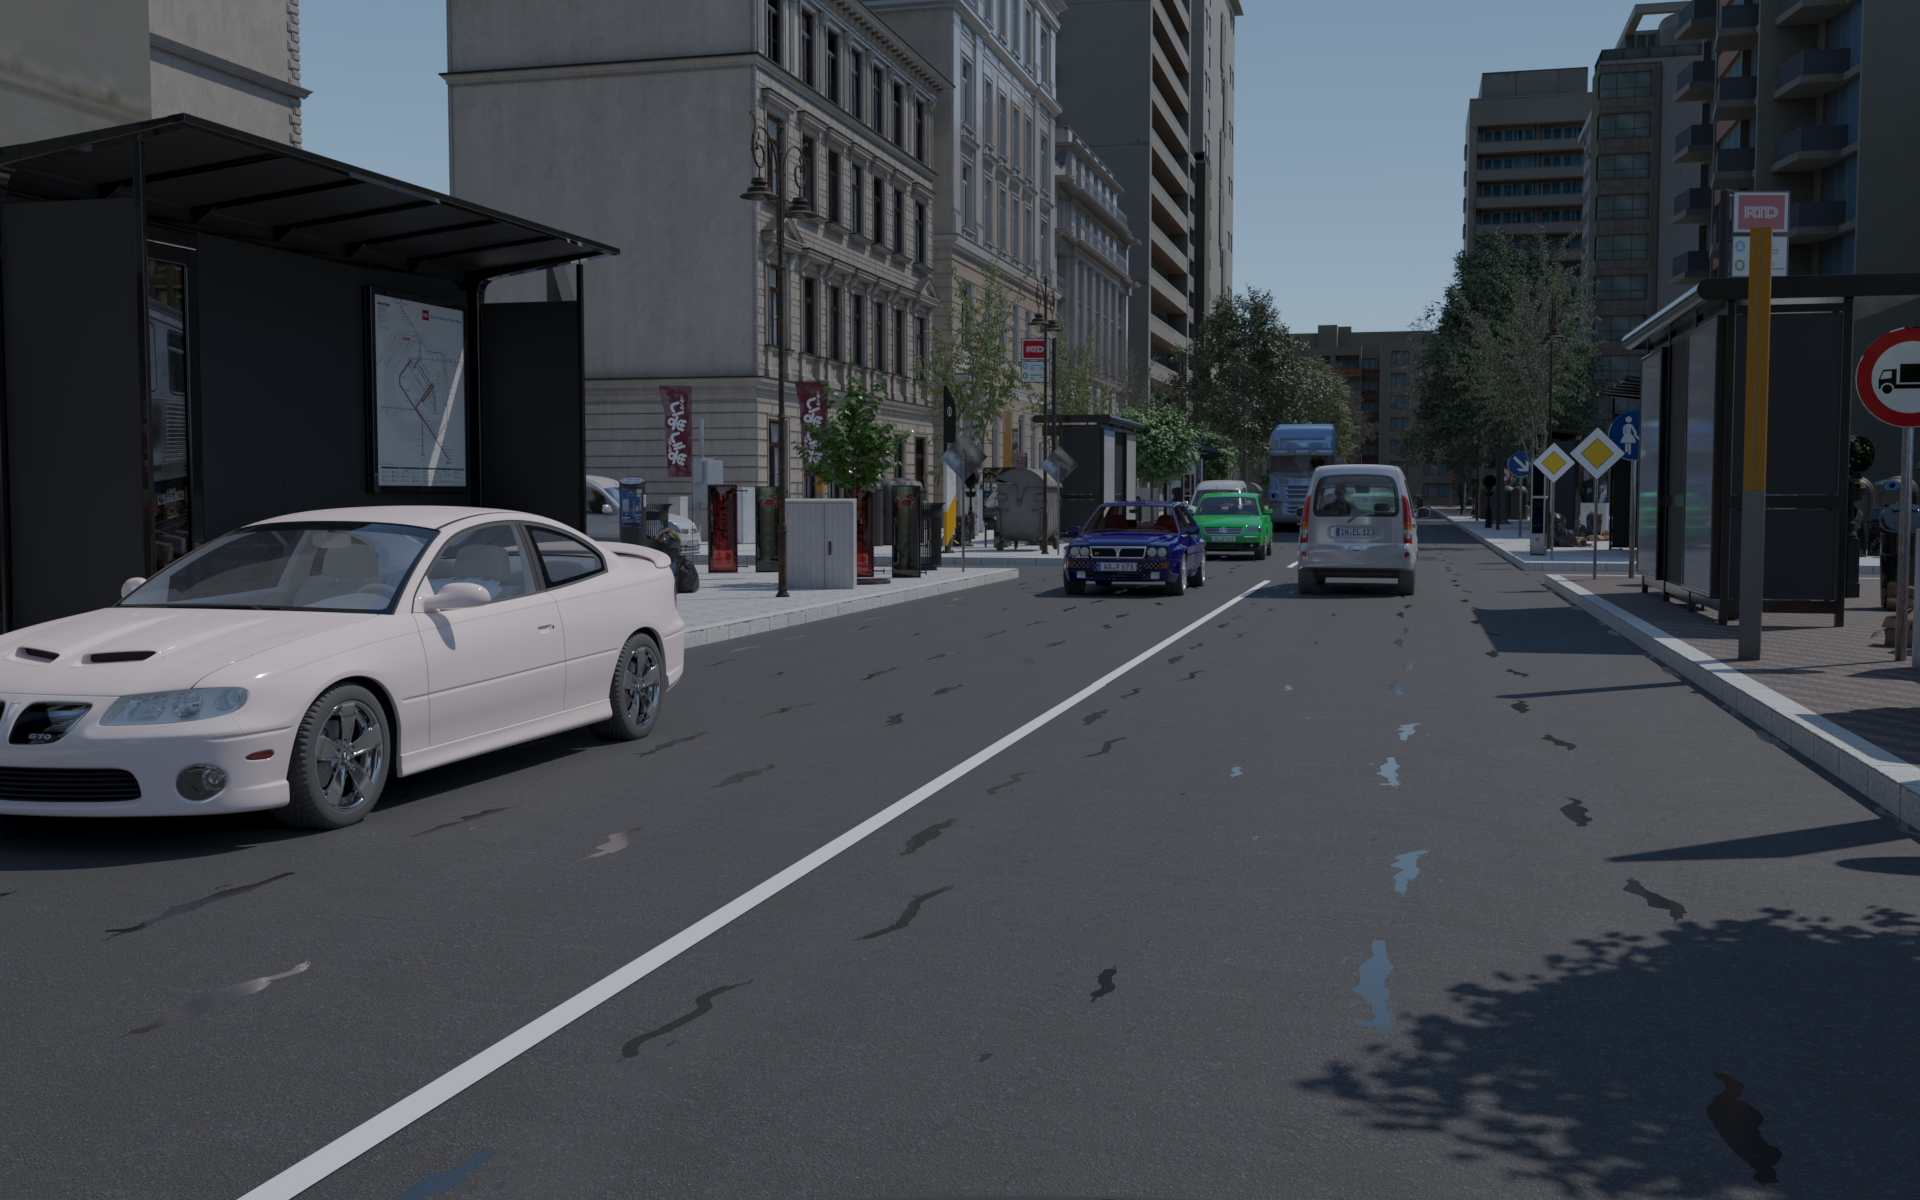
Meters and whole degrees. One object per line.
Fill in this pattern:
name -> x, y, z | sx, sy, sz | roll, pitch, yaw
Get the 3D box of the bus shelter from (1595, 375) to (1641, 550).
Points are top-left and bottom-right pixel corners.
bus shelter -> 14.761, -2.796, 37.004 | 1.731, 3.624, 6.357 | 1, 4, 15

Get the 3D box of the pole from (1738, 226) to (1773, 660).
pole -> 6.131, -1.193, 13.349 | 0.158, 3.312, 0.155 | 0, 3, 0

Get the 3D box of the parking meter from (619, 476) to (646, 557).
parking meter -> -4.608, -0.977, 24.393 | 0.372, 1.533, 0.369 | 0, 3, 0

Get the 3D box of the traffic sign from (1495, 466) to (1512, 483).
traffic sign -> 24.989, -4.868, 79.696 | 0.768, 2.556, 0.104 | 2, 4, 23

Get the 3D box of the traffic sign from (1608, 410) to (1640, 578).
traffic sign -> 10.233, -1.604, 26.324 | 0.768, 2.556, 0.104 | 1, 4, 16

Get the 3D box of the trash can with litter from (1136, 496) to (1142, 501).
trash can with litter -> 7.205, -3.793, 73.072 | 1.678, 1.210, 2.233 | 1, 4, 11

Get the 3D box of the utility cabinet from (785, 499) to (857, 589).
utility cabinet -> -1.929, -0.754, 23.492 | 1.020, 1.237, 0.306 | 0, 4, 7

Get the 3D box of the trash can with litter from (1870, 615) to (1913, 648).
trash can with litter -> 8.146, -0.180, 14.327 | 1.055, 1.170, 0.624 | 3, 5, 39

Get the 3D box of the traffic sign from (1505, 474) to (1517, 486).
traffic sign -> 31.436, -6.048, 98.985 | 0.768, 2.556, 0.104 | 2, 4, 23

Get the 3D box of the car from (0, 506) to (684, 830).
car -> -3.098, 0.201, 9.076 | 2.083, 1.381, 4.827 | 1, 4, 16

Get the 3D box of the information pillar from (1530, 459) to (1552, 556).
information pillar -> 12.107, -1.939, 36.201 | 0.304, 2.012, 0.304 | 2, 4, 28

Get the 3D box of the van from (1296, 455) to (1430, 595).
van -> 6.037, -1.167, 26.097 | 2.013, 2.044, 4.112 | 1, 4, 15

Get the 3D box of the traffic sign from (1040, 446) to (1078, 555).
traffic sign -> 2.058, -1.989, 36.167 | 0.795, 2.450, 0.064 | 1, 4, 14

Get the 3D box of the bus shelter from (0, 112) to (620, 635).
bus shelter -> -4.849, -1.386, 13.937 | 1.731, 3.624, 6.357 | 1, 4, 14

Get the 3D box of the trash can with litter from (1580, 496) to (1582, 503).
trash can with litter -> 35.742, -5.378, 98.992 | 2.233, 1.210, 1.678 | -1, 4, -10

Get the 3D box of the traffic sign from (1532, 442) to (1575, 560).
traffic sign -> 11.536, -1.838, 33.701 | 0.795, 2.450, 0.064 | 1, 4, 14

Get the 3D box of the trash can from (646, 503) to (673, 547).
trash can -> -4.706, -0.887, 26.151 | 0.748, 1.137, 0.748 | 0, 3, 0

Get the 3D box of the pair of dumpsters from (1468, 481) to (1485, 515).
pair of dumpsters -> 31.424, -6.208, 103.996 | 1.574, 2.255, 4.437 | 1, 4, 14

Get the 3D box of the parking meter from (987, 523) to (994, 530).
parking meter -> 1.133, -3.256, 61.639 | 0.372, 1.533, 0.369 | 0, 3, 0

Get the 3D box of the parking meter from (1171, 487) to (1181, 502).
parking meter -> 7.940, -3.372, 63.538 | 0.372, 1.533, 0.369 | 0, 3, 0

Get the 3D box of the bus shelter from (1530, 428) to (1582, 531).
bus shelter -> 21.726, -4.430, 63.713 | 1.731, 3.624, 6.357 | 1, 4, 14

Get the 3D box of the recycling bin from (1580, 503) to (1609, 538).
recycling bin -> 17.998, -2.237, 49.133 | 0.722, 1.027, 0.722 | 2, 4, 24

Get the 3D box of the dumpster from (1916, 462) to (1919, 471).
dumpster -> 6.210, -0.233, 9.561 | 1.264, 1.857, 1.865 | 1, 4, 14

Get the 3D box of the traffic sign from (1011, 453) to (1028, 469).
traffic sign -> 1.377, -2.483, 42.726 | 0.606, 2.300, 0.079 | 1, 4, 15

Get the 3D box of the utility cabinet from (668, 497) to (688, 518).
utility cabinet -> -6.941, -1.926, 42.650 | 0.306, 1.237, 1.020 | 0, 4, 2

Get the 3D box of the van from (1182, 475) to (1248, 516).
van -> 7.578, -2.672, 50.705 | 2.013, 2.044, 4.112 | 1, 4, 15

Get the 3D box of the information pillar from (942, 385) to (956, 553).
information pillar -> -0.230, -2.824, 37.534 | 0.183, 3.616, 0.504 | 2, 4, 24

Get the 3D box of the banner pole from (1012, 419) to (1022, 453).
banner pole -> 1.907, -4.155, 57.947 | 0.401, 3.779, 0.863 | -2, 4, -24

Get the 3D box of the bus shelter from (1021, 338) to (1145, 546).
bus shelter -> 3.287, -4.246, 47.055 | 2.179, 5.291, 8.768 | 1, 4, 15

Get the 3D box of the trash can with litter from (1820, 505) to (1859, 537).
trash can with litter -> 12.516, -0.826, 24.890 | 0.624, 1.170, 1.055 | 1, 4, 19

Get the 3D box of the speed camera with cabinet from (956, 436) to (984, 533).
speed camera with cabinet -> 0.279, -3.924, 58.492 | 0.660, 3.252, 2.038 | -1, 4, -15

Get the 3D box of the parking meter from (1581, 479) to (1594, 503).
parking meter -> 23.970, -3.700, 66.212 | 0.399, 1.863, 0.255 | -1, 4, -9

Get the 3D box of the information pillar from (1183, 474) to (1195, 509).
information pillar -> 8.242, -3.542, 62.396 | 0.304, 2.012, 0.304 | 2, 4, 34

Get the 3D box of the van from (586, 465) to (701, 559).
van -> -7.252, -1.693, 34.689 | 4.112, 2.044, 2.013 | 1, 4, 14

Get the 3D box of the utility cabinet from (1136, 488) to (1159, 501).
utility cabinet -> 6.574, -3.292, 62.500 | 1.173, 1.500, 0.318 | 1, 4, 23

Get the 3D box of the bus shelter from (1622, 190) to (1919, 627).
bus shelter -> 9.268, -2.638, 20.759 | 2.179, 5.291, 8.768 | 1, 4, 14

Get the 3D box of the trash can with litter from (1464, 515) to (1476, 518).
trash can with litter -> 28.302, -5.037, 93.413 | 1.678, 1.210, 2.233 | -3, 4, -38

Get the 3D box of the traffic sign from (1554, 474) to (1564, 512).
traffic sign -> 19.682, -3.504, 57.403 | 0.768, 2.556, 0.104 | 1, 4, 22

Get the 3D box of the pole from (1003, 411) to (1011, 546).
pole -> 1.156, -2.974, 42.474 | 0.158, 3.312, 0.155 | 0, 3, 0

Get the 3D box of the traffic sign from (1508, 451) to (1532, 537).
traffic sign -> 16.669, -3.142, 51.481 | 0.768, 2.556, 0.104 | 1, 4, 23

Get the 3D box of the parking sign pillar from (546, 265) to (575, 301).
parking sign pillar -> -4.306, -1.823, 18.274 | 1.447, 3.967, 1.447 | -1, 4, -22

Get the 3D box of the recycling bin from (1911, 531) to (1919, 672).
recycling bin -> 7.389, 0.002, 12.518 | 0.722, 1.027, 0.722 | -3, 5, -45

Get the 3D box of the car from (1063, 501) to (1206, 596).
car -> 2.648, -0.810, 25.822 | 1.945, 1.354, 3.894 | 1, 4, 14

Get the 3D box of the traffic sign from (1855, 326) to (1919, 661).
traffic sign -> 7.245, -0.805, 13.263 | 0.768, 2.556, 0.104 | 1, 4, 18

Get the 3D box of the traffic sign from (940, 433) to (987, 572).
traffic sign -> 0.057, -1.516, 28.436 | 0.795, 2.450, 0.064 | 1, 4, 14

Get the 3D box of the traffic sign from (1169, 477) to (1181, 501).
traffic sign -> 7.855, -3.965, 64.826 | 0.884, 2.594, 0.081 | 1, 4, 22

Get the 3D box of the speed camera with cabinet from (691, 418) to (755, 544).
speed camera with cabinet -> -6.099, -3.090, 44.863 | 2.038, 3.252, 0.660 | 3, 5, 42

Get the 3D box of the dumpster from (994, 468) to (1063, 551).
dumpster -> 1.546, -2.061, 39.448 | 1.264, 1.857, 1.865 | 1, 4, 15

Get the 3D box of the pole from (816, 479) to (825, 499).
pole -> -3.207, -2.812, 39.814 | 0.158, 3.312, 0.155 | 0, 3, 0

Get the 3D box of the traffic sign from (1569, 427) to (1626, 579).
traffic sign -> 9.534, -1.366, 25.970 | 0.795, 2.450, 0.064 | 1, 4, 14

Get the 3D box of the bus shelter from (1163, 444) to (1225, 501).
bus shelter -> 9.097, -4.534, 68.049 | 2.014, 3.302, 5.546 | 1, 4, 14

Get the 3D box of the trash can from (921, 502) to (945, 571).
trash can -> -0.610, -1.074, 29.211 | 0.748, 1.137, 0.748 | 0, 3, 0

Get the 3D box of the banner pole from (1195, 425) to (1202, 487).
banner pole -> 8.734, -4.494, 63.488 | 0.401, 3.779, 0.863 | 1, 4, 21

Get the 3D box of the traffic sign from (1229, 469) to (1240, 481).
traffic sign -> 12.970, -5.054, 82.735 | 0.768, 2.556, 0.104 | 1, 4, 22

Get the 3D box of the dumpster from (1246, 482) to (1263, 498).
dumpster -> 14.484, -4.965, 86.940 | 1.264, 1.857, 1.865 | 1, 4, 15
